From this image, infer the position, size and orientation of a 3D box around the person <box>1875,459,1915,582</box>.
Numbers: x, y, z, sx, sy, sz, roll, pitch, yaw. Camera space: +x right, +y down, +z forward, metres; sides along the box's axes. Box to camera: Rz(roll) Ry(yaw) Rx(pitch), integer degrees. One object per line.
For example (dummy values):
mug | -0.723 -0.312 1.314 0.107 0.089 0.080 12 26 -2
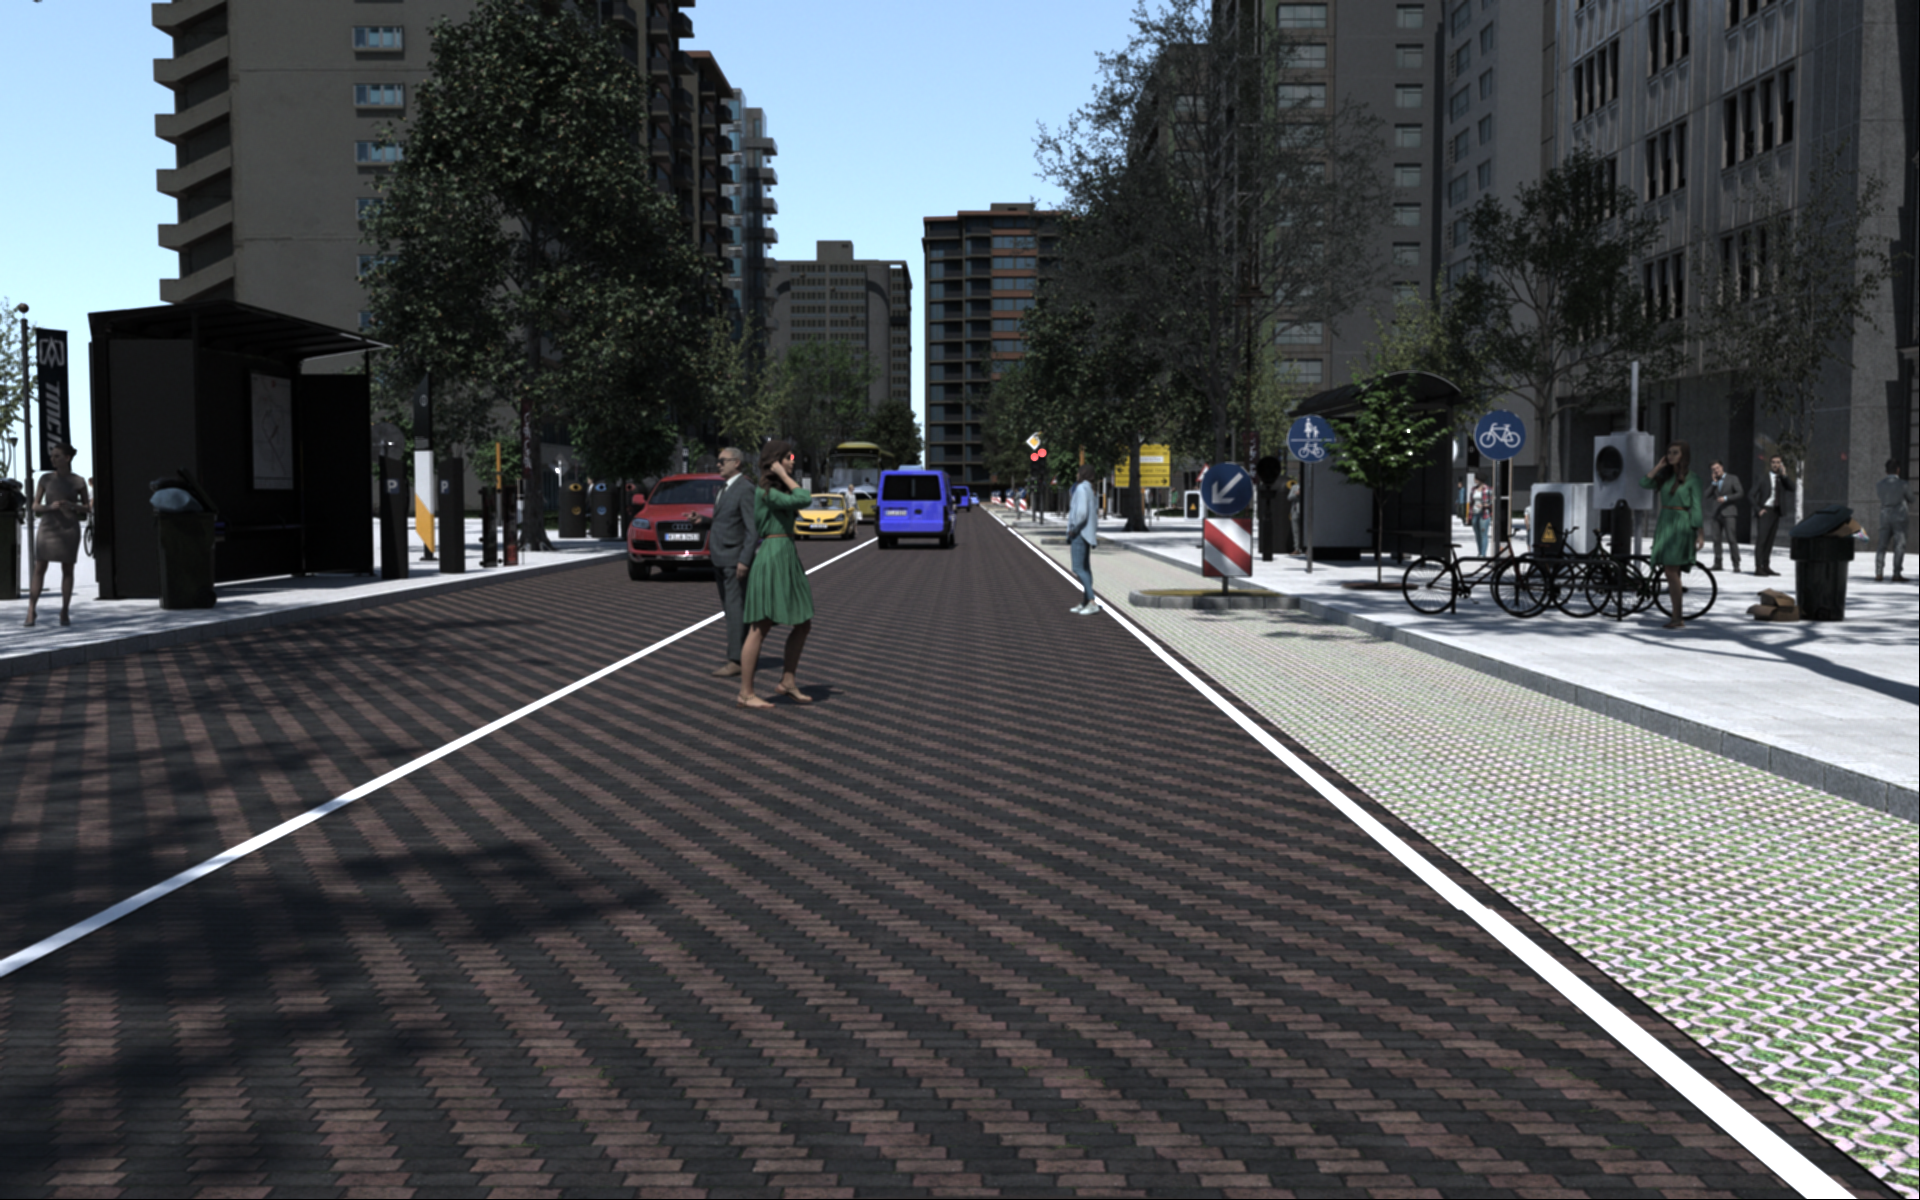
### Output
person | 13.752 -1.177 25.472 0.511 1.800 0.466 3 5 41

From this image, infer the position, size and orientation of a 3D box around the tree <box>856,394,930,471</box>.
tree | -7.888 -17.181 197.919 9.611 12.733 9.660 0 3 0

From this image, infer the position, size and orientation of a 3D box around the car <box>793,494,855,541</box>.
car | -4.273 -2.717 54.643 2.015 1.641 3.980 0 4 1

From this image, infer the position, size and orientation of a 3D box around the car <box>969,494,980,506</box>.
car | 1.399 -11.855 203.422 1.945 1.707 3.694 0 4 1

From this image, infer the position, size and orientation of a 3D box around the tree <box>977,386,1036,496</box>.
tree | 6.330 -17.266 188.959 9.857 13.997 8.962 0 3 0

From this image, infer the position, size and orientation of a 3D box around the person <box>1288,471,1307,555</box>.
person | 7.098 -1.832 36.177 0.511 1.800 0.466 2 4 25

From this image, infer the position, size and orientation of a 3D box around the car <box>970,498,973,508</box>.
car | 0.292 -9.955 174.771 2.014 1.417 4.499 0 3 0

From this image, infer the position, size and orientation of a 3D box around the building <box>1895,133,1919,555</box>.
building | 25.007 -9.987 27.917 10.561 19.102 19.286 0 4 0

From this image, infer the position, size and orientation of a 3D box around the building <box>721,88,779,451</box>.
building | -37.106 -35.757 204.239 30.456 49.044 23.786 0 4 0

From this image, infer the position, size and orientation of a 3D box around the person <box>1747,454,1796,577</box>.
person | 12.737 -1.330 27.155 0.648 1.900 0.474 -1 4 -19

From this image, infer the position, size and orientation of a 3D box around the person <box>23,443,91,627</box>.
person | -8.812 -0.642 16.888 0.599 1.781 0.374 -1 4 -23

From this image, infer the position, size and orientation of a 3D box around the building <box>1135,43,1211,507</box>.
building | 30.575 -34.262 183.880 21.300 48.544 21.600 0 4 0

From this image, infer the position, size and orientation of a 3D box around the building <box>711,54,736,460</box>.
building | -34.030 -31.477 169.266 22.147 44.769 28.867 0 4 0

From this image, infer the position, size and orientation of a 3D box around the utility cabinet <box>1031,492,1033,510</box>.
utility cabinet | 5.999 -7.733 135.106 0.318 1.500 1.173 -2 4 -32

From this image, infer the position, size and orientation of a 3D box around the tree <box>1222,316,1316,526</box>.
tree | 11.712 -7.202 68.109 4.737 8.622 4.395 0 3 0

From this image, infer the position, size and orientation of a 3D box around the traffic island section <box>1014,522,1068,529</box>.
traffic island section | 3.405 -3.028 71.783 2.009 0.180 2.903 0 4 0

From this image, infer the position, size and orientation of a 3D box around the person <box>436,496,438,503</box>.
person | -20.458 -3.819 68.881 0.661 1.777 0.834 -2 4 -25

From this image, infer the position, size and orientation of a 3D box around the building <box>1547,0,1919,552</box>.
building | 25.590 -14.024 47.313 12.078 24.808 19.932 0 4 0

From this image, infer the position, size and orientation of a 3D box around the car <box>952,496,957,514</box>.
car | -1.158 -7.088 128.251 2.083 1.381 4.827 0 4 1

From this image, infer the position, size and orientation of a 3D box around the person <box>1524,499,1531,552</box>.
person | 10.796 -1.344 32.694 0.332 1.250 0.352 2 4 24

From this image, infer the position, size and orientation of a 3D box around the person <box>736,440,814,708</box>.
person | -1.249 -0.178 11.664 0.529 1.795 0.600 0 4 -7

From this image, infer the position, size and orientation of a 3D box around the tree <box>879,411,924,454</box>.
tree | -7.921 -17.782 208.855 7.486 12.596 7.792 0 3 0

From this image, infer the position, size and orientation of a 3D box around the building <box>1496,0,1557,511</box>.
building | 36.538 -25.453 99.749 14.086 41.232 14.154 0 4 0

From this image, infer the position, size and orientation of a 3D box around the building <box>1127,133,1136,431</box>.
building | 31.340 -35.580 205.437 21.300 48.544 21.600 0 4 0

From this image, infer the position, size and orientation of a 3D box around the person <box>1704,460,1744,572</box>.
person | 12.656 -1.399 28.725 0.447 1.846 0.655 -3 4 -38

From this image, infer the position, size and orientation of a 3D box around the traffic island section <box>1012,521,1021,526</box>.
traffic island section | 3.437 -3.516 79.768 2.009 0.180 2.903 0 4 0

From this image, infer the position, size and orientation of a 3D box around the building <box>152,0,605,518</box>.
building | -34.081 -29.308 102.889 21.300 48.544 21.600 0 4 0

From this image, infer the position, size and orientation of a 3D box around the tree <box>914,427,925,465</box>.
tree | -8.183 -17.840 217.441 9.928 11.665 9.643 0 3 0

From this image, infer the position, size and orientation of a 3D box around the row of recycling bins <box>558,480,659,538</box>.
row of recycling bins | -9.975 -2.656 50.538 3.534 1.692 1.069 0 4 2

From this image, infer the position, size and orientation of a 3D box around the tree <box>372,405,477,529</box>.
tree | -20.565 -4.897 63.777 4.285 4.588 4.351 0 3 0

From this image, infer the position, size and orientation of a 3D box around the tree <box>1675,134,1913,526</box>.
tree | 16.804 -5.178 35.026 4.360 8.622 3.978 0 3 0

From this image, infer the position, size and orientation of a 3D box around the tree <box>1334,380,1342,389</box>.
tree | 16.106 -7.011 64.991 4.737 8.622 4.395 0 3 0

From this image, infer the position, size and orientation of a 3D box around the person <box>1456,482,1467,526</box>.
person | 20.351 -3.897 70.110 0.444 1.785 0.601 -1 4 -10

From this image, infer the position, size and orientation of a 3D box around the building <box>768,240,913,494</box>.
building | -19.431 -35.246 268.152 23.993 40.220 32.217 0 4 0

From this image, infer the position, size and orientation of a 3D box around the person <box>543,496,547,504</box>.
person | -19.224 -4.463 79.403 0.661 1.777 0.834 2 4 33

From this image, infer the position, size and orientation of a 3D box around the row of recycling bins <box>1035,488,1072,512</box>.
row of recycling bins | 7.079 -7.230 125.326 3.534 1.692 1.069 1 4 13

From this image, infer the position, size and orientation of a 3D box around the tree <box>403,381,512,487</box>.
tree | -16.190 -6.435 55.578 4.360 8.622 3.978 0 3 0

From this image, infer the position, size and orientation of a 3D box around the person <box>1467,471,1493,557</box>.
person | 10.097 -1.628 33.495 0.643 1.720 0.563 -3 4 -37

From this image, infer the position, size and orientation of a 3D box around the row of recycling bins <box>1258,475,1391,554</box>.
row of recycling bins | 8.230 -1.862 37.559 3.534 1.692 1.069 0 4 -5

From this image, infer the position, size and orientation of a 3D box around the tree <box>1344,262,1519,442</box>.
tree | 15.639 -6.472 56.185 4.737 8.622 4.395 0 3 0

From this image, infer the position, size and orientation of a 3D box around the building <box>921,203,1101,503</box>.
building | 7.156 -37.218 263.136 28.867 44.769 22.147 0 4 0

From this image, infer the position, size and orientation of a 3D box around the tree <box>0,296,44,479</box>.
tree | -35.418 -6.925 63.579 4.737 8.622 4.395 0 3 0

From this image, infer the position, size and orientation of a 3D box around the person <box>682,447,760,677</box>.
person | -1.875 -0.313 13.796 0.590 1.801 0.661 -2 4 -33

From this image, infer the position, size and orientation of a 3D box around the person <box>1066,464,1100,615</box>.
person | 1.509 -0.740 20.863 0.793 1.790 0.793 -1 4 -15

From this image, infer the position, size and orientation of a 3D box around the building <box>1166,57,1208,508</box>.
building | 26.715 -29.510 166.088 14.154 41.232 14.086 0 4 0

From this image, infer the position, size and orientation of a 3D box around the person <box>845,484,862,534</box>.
person | -3.902 -3.261 62.177 0.694 1.780 0.624 -2 4 -29

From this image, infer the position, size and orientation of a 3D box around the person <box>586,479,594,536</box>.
person | -11.346 -2.910 53.400 0.659 1.850 0.755 3 5 42

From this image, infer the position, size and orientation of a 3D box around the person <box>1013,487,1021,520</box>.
person | 3.136 -5.355 96.229 0.466 1.800 0.511 -1 4 -11

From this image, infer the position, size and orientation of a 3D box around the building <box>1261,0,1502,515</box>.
building | 27.500 -26.611 118.684 14.154 41.232 14.086 0 4 0

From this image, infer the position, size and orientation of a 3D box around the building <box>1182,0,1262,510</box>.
building | 30.126 -43.108 143.060 20.563 71.187 20.611 0 4 0

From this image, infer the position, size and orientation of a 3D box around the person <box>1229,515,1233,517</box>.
person | 7.085 -2.464 46.132 0.655 1.846 0.447 1 4 16

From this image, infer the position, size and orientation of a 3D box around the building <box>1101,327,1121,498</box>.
building | 33.711 -35.251 268.237 23.993 40.220 32.217 0 4 0

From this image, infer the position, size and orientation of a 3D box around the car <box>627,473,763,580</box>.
car | -4.507 -1.335 30.504 2.281 1.827 5.304 0 4 -1

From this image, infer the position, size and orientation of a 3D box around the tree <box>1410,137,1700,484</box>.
tree | 15.478 -6.770 45.095 7.601 10.594 8.767 0 4 5

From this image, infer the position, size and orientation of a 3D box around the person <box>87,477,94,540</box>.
person | -24.545 -2.582 48.833 0.524 1.755 0.480 -1 4 -20

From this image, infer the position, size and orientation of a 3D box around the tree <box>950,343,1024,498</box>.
tree | 5.311 -22.134 217.786 12.611 20.169 13.585 0 3 0
